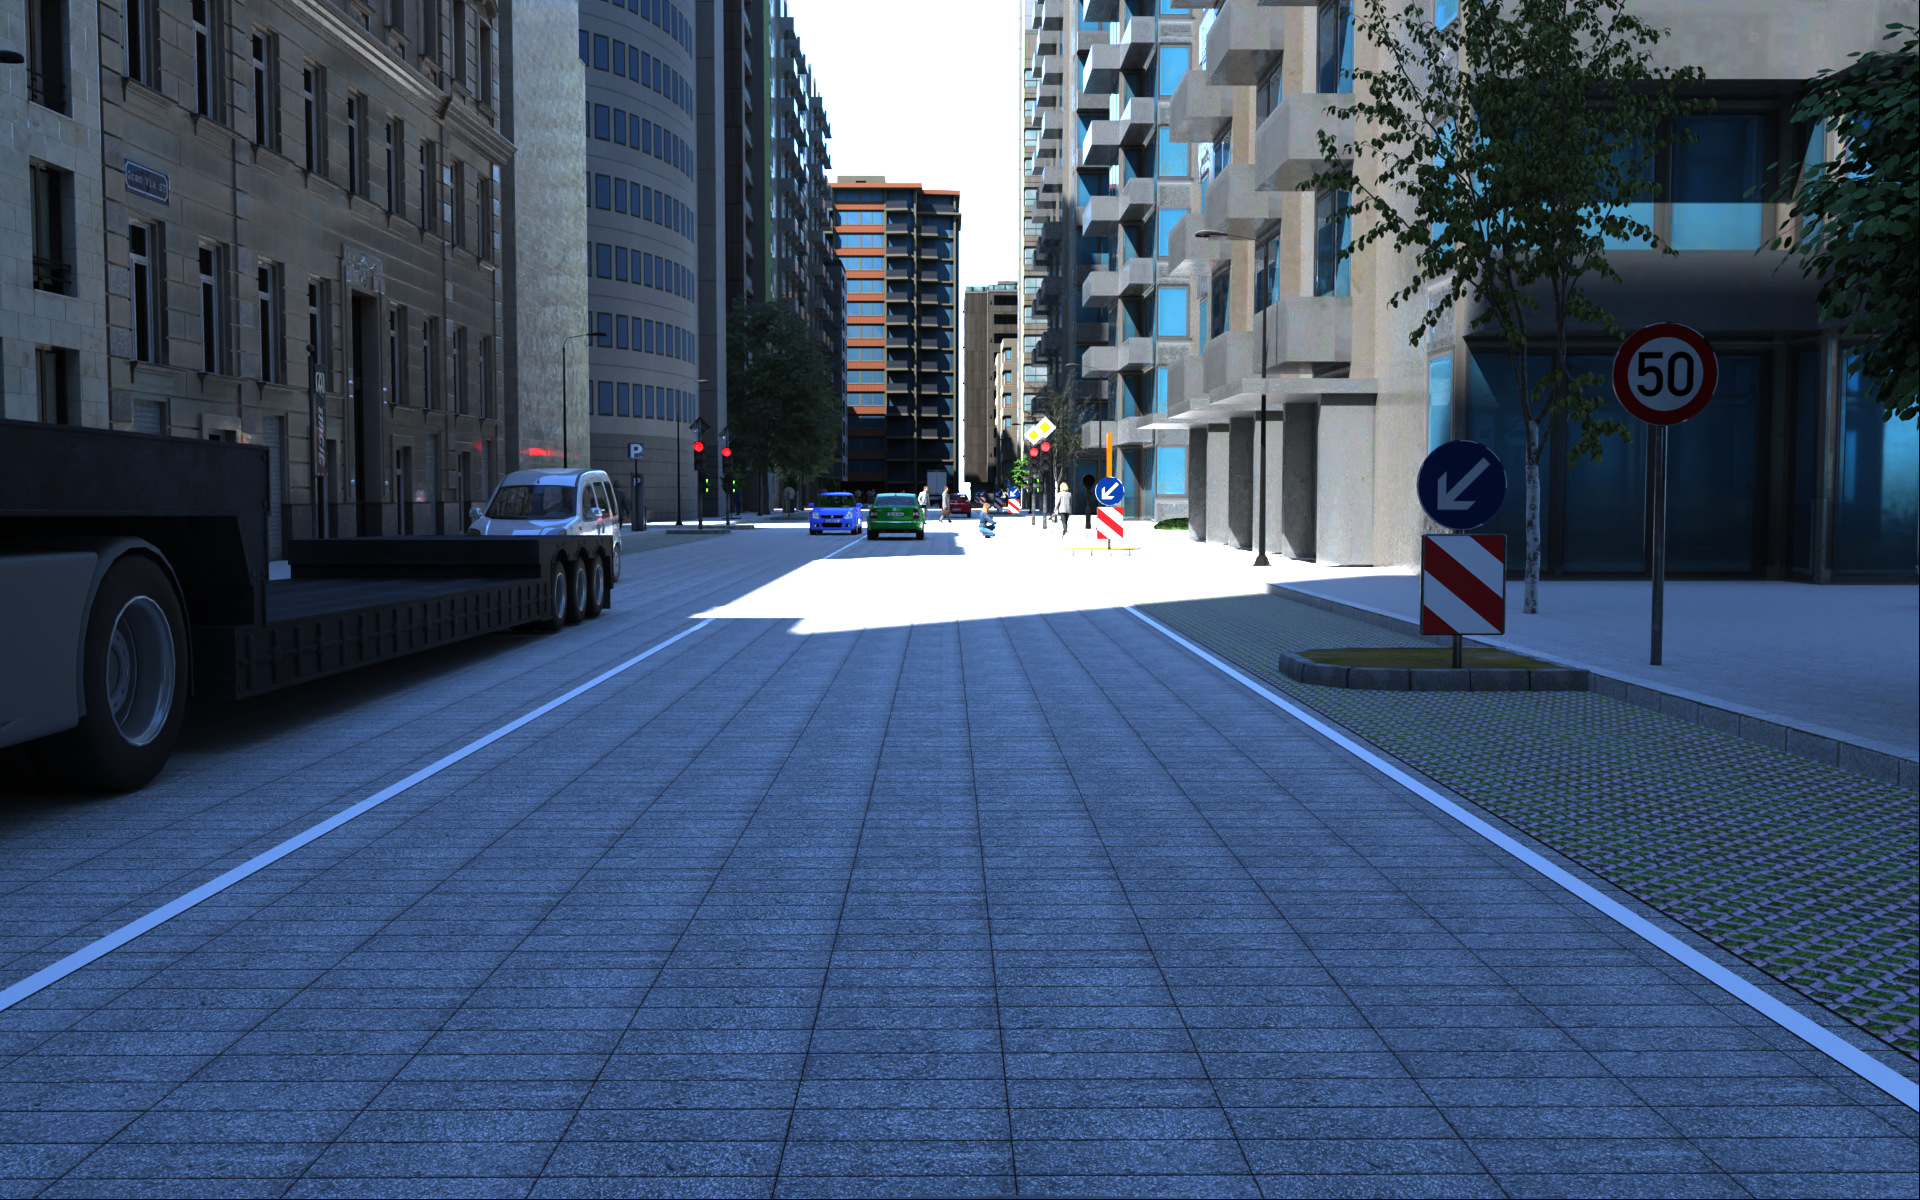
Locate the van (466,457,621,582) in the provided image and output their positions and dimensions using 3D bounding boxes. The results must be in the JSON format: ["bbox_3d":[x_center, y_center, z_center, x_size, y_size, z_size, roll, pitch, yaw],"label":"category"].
[{"bbox_3d":[-6.401,-1.207,26.749,2.013,2.044,4.112,0,4,1],"label":"van"}]

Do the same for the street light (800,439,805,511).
[{"bbox_3d":[-11.516,-9.783,132.494,1.470,5.913,1.316,0,4,-1],"label":"street light"}]

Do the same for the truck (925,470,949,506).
[{"bbox_3d":[-2.753,-13.329,206.846,2.839,4.237,11.283,0,4,-1],"label":"truck"}]

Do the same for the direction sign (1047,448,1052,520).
[{"bbox_3d":[4.499,-5.727,85.632,0.379,3.537,0.876,1,4,8],"label":"direction sign"}]

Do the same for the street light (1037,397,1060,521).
[{"bbox_3d":[4.390,-6.751,82.916,1.470,5.913,1.316,0,4,-1],"label":"street light"}]

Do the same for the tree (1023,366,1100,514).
[{"bbox_3d":[5.855,-9.186,100.555,4.360,8.622,3.978,0,3,0],"label":"tree"}]

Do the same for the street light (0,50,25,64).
[{"bbox_3d":[-10.492,-2.797,18.276,1.470,5.913,1.316,0,4,-1],"label":"street light"}]

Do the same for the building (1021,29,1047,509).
[{"bbox_3d":[12.493,-28.933,156.642,14.154,41.232,14.086,0,4,-1],"label":"building"}]

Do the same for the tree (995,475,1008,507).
[{"bbox_3d":[4.581,-10.984,174.186,1.663,3.219,1.824,0,3,0],"label":"tree"}]

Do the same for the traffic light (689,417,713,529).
[{"bbox_3d":[-9.396,-4.513,62.710,0.839,4.253,0.868,0,4,-1],"label":"traffic light"}]

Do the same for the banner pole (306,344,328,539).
[{"bbox_3d":[-10.852,-2.402,29.284,0.401,3.779,0.863,0,4,2],"label":"banner pole"}]

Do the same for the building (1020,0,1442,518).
[{"bbox_3d":[16.398,-30.491,118.130,23.786,49.044,30.456,0,4,-1],"label":"building"}]

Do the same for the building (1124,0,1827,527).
[{"bbox_3d":[21.301,-28.461,84.949,30.456,49.044,23.786,0,4,-1],"label":"building"}]

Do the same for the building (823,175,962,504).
[{"bbox_3d":[-14.243,-35.841,240.626,28.867,44.769,22.147,0,4,-1],"label":"building"}]

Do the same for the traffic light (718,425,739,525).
[{"bbox_3d":[-9.468,-5.001,70.694,0.839,4.253,0.868,0,4,-1],"label":"traffic light"}]

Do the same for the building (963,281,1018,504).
[{"bbox_3d":[7.466,-28.505,237.756,14.107,30.474,14.160,0,4,-1],"label":"building"}]

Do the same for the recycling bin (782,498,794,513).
[{"bbox_3d":[-11.605,-6.399,117.170,0.722,1.027,0.722,0,4,3],"label":"recycling bin"}]

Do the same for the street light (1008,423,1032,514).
[{"bbox_3d":[4.096,-8.637,113.762,1.470,5.913,1.316,0,4,-1],"label":"street light"}]

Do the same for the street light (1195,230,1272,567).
[{"bbox_3d":[4.833,-3.554,30.644,1.470,5.913,1.316,0,4,-1],"label":"street light"}]

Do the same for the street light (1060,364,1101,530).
[{"bbox_3d":[4.461,-5.458,61.781,1.470,5.913,1.316,0,4,-1],"label":"street light"}]

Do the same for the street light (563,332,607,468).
[{"bbox_3d":[-10.809,-4.723,49.764,1.470,5.913,1.316,0,4,-1],"label":"street light"}]

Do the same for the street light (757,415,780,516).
[{"bbox_3d":[-11.232,-7.891,101.562,1.470,5.913,1.316,0,4,-1],"label":"street light"}]

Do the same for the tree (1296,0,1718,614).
[{"bbox_3d":[5.945,-4.153,18.256,4.737,8.622,4.395,0,3,0],"label":"tree"}]

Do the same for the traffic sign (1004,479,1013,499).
[{"bbox_3d":[4.056,-8.785,143.746,0.768,2.556,0.104,0,4,3],"label":"traffic sign"}]

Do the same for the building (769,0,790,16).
[{"bbox_3d":[-25.705,-33.078,160.433,23.786,49.044,30.456,0,4,-1],"label":"building"}]

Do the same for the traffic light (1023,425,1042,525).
[{"bbox_3d":[2.992,-5.009,70.822,0.839,4.253,0.868,0,4,-1],"label":"traffic light"}]

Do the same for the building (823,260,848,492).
[{"bbox_3d":[-21.039,-27.052,213.998,14.107,30.474,14.160,0,4,-1],"label":"building"}]

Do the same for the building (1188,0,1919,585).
[{"bbox_3d":[16.687,-25.531,37.045,23.786,49.044,30.456,0,4,-1],"label":"building"}]

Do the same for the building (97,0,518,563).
[{"bbox_3d":[-18.569,-14.668,37.087,12.463,27.353,25.104,0,4,-1],"label":"building"}]

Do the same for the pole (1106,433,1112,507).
[{"bbox_3d":[4.979,-3.913,57.814,0.158,3.312,0.155,0,3,0],"label":"pole"}]

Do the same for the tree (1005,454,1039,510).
[{"bbox_3d":[5.297,-9.522,139.406,4.285,4.588,4.351,0,3,0],"label":"tree"}]

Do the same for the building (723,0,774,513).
[{"bbox_3d":[-20.673,-26.663,119.529,14.154,41.232,14.086,0,4,-1],"label":"building"}]

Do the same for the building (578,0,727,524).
[{"bbox_3d":[-23.747,-33.140,83.842,21.231,58.520,28.212,0,4,-1],"label":"building"}]

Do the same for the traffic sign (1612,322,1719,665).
[{"bbox_3d":[5.226,-0.784,12.923,0.768,2.556,0.104,0,4,4],"label":"traffic sign"}]

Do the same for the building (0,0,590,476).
[{"bbox_3d":[-21.649,-12.337,56.464,16.860,20.320,10.420,0,4,-1],"label":"building"}]

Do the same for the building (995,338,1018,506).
[{"bbox_3d":[18.477,-22.133,206.911,27.650,21.520,28.899,0,4,-1],"label":"building"}]

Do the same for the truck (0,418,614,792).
[{"bbox_3d":[-5.192,-1.318,11.309,2.967,4.110,18.799,0,4,-1],"label":"truck"}]

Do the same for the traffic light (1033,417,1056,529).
[{"bbox_3d":[3.064,-4.521,62.837,0.839,4.253,0.868,0,4,-1],"label":"traffic light"}]

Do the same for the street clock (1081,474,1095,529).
[{"bbox_3d":[4.687,-3.590,63.270,0.471,2.002,0.358,-1,4,-9],"label":"street clock"}]

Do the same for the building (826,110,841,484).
[{"bbox_3d":[-25.625,-34.939,190.862,23.786,49.044,30.456,0,4,-1],"label":"building"}]

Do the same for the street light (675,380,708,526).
[{"bbox_3d":[-10.931,-5.996,70.572,1.470,5.913,1.316,0,4,-1],"label":"street light"}]

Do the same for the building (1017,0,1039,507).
[{"bbox_3d":[16.410,-38.854,177.260,21.231,58.520,28.212,0,4,-1],"label":"building"}]

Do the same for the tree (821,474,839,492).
[{"bbox_3d":[-12.497,-10.706,169.648,1.663,3.219,1.824,0,3,0],"label":"tree"}]
